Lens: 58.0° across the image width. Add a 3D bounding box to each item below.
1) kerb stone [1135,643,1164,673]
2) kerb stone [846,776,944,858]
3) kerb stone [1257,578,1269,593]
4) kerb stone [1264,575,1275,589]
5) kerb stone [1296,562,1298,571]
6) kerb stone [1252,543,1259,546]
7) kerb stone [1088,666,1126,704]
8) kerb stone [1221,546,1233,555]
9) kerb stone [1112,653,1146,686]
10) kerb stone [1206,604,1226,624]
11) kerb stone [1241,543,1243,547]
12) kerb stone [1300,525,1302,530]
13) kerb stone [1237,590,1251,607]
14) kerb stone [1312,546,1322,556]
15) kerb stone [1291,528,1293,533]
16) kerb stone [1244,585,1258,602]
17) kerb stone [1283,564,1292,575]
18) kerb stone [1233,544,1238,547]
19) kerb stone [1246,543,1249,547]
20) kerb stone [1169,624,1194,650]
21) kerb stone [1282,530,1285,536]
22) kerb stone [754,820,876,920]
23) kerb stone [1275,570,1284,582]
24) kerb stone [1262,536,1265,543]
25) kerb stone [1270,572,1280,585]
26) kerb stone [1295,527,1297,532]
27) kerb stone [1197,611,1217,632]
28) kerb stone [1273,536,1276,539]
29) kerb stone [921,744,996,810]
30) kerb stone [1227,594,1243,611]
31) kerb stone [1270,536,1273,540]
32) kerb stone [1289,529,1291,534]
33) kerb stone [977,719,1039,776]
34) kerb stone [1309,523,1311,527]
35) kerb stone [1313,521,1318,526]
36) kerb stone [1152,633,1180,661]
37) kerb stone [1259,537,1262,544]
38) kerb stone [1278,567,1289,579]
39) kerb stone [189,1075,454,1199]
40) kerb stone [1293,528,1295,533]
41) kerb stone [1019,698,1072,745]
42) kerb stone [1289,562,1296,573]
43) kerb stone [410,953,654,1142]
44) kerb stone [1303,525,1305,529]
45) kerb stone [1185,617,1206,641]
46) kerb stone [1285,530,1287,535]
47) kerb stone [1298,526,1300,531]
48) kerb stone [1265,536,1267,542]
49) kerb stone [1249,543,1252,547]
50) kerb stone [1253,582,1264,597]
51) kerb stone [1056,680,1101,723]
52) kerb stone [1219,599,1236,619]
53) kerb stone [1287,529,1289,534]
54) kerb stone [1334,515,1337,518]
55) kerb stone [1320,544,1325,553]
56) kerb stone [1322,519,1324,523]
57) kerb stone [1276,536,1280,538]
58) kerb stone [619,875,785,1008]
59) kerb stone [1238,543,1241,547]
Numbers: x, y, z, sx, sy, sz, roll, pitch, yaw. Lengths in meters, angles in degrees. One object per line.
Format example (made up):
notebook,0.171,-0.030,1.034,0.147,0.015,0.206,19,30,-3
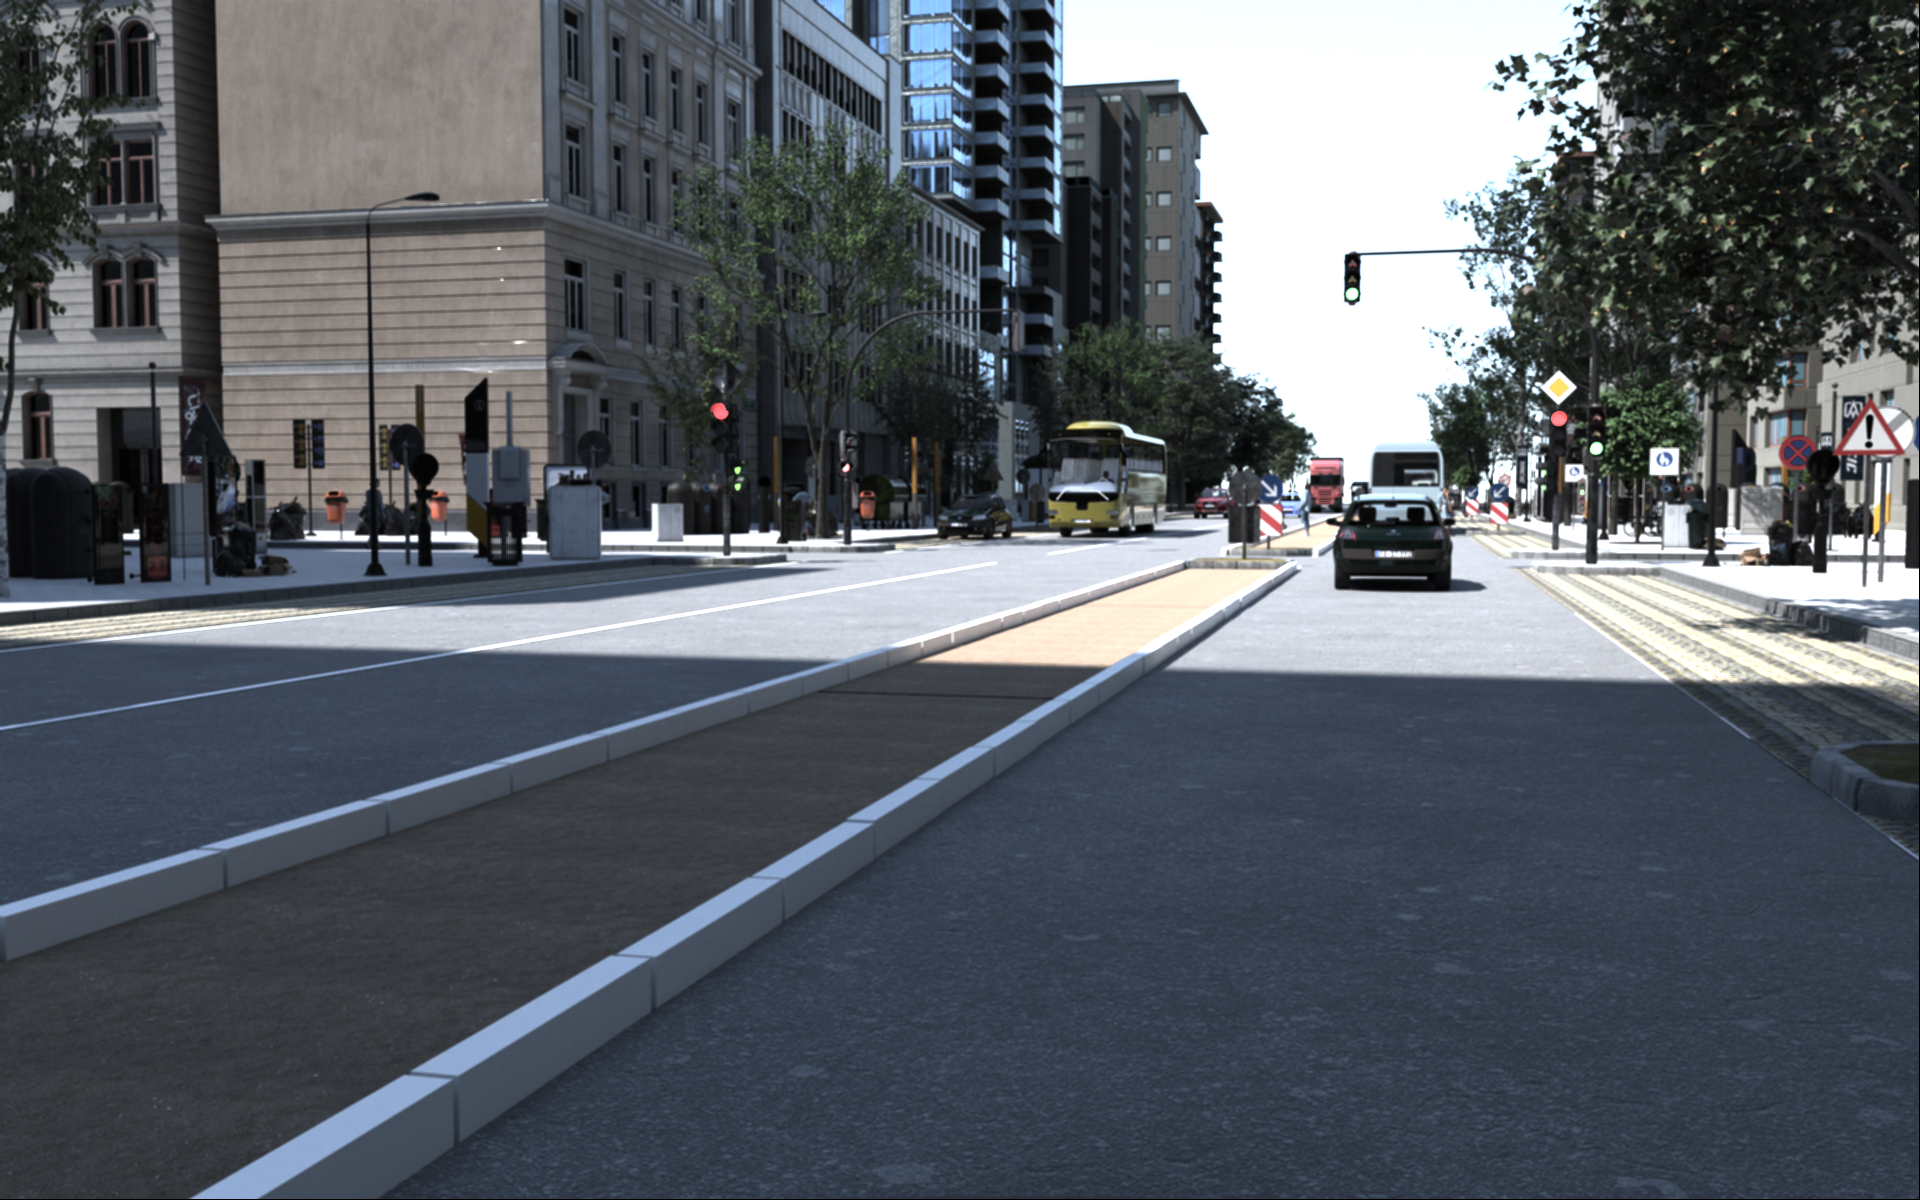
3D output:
kerb stone,1.531,0.489,14.236,0.120,0.150,1.000,1,4,14
kerb stone,-0.266,0.911,7.305,0.120,0.150,1.000,1,4,14
kerb stone,4.354,-0.180,25.143,0.120,0.150,1.000,1,4,14
kerb stone,4.612,-0.241,26.132,0.120,0.150,1.000,1,4,14
kerb stone,6.160,-0.604,32.080,0.120,0.150,1.000,1,4,14
kerb stone,8.114,-1.579,48.006,0.120,0.150,1.000,1,4,14
kerb stone,1.016,0.608,12.257,0.120,0.150,1.000,1,4,14
kerb stone,6.313,-1.151,41.074,0.120,0.150,1.000,1,4,14
kerb stone,1.267,0.549,13.248,0.120,0.150,1.000,1,4,14
kerb stone,2.808,0.183,19.200,0.120,0.150,1.000,1,4,14
kerb stone,7.083,-1.337,44.048,0.120,0.150,1.000,1,4,14
kerb stone,12.997,-2.729,66.864,0.120,0.150,1.000,1,4,14
kerb stone,3.590,0.002,22.168,0.120,0.150,1.000,1,4,14
kerb stone,8.345,-1.120,40.564,0.120,0.150,1.000,1,4,14
kerb stone,11.721,-2.426,61.902,0.120,0.150,1.000,1,4,14
kerb stone,3.845,-0.059,23.158,0.120,0.150,1.000,1,4,14
kerb stone,5.638,-0.484,30.102,0.120,0.150,1.000,1,4,14
kerb stone,6.571,-1.215,42.063,0.120,0.150,1.000,1,4,14
kerb stone,7.335,-1.396,45.038,0.120,0.150,1.000,1,4,14
kerb stone,2.044,0.365,16.223,0.120,0.150,1.000,1,4,14
kerb stone,10.689,-2.184,57.936,0.120,0.150,1.000,1,4,14
kerb stone,-0.521,0.978,6.313,0.120,0.150,1.000,1,4,14
kerb stone,5.131,-0.357,28.119,0.120,0.150,1.000,1,4,14
kerb stone,8.627,-1.700,49.985,0.120,0.150,1.000,1,4,14
kerb stone,4.877,-0.302,27.126,0.120,0.150,1.000,1,4,14
kerb stone,12.232,-2.547,63.881,0.120,0.150,1.000,1,4,14
kerb stone,2.560,0.246,18.209,0.120,0.150,1.000,1,4,14
kerb stone,9.656,-1.943,53.959,0.120,0.150,1.000,1,4,14
kerb stone,-0.014,0.850,8.295,0.120,0.150,1.000,1,4,14
kerb stone,3.317,0.062,21.181,0.120,0.150,1.000,1,4,14
kerb stone,9.394,-1.882,52.963,0.120,0.150,1.000,1,4,14
kerb stone,11.455,-2.366,60.915,0.120,0.150,1.000,1,4,14
kerb stone,0.248,0.790,9.284,0.120,0.150,1.000,1,4,14
kerb stone,14.551,-3.091,72.822,0.120,0.150,1.000,1,4,14
kerb stone,16.094,-3.461,78.785,0.120,0.150,1.000,1,4,14
kerb stone,1.786,0.426,15.226,0.120,0.150,1.000,1,4,14
kerb stone,8.368,-1.639,48.996,0.120,0.150,1.000,1,4,14
kerb stone,5.387,-0.423,29.111,0.120,0.150,1.000,1,4,14
kerb stone,-1.294,1.154,3.331,0.120,0.150,1.000,1,4,14
kerb stone,11.970,-2.487,62.893,0.120,0.150,1.000,1,4,14
kerb stone,0.496,0.729,10.276,0.120,0.150,1.000,1,4,14
kerb stone,5.893,-0.544,31.094,0.120,0.150,1.000,1,4,14
kerb stone,-1.038,1.093,4.321,0.120,0.150,1.000,1,4,14
kerb stone,13.516,-2.853,68.844,0.120,0.150,1.000,1,4,14
kerb stone,2.305,0.305,17.217,0.120,0.150,1.000,1,4,14
kerb stone,10.944,-2.247,58.936,0.120,0.150,1.000,1,4,14
kerb stone,12.743,-2.670,65.866,0.120,0.150,1.000,1,4,14
kerb stone,8.884,-1.761,50.980,0.120,0.150,1.000,1,4,14
kerb stone,7.599,-1.458,46.027,0.120,0.150,1.000,1,4,14
kerb stone,4.104,-0.119,24.149,0.120,0.150,1.000,1,4,14
kerb stone,0.757,0.669,11.265,0.120,0.150,1.000,1,4,14
kerb stone,3.074,0.123,20.188,0.120,0.150,1.000,1,4,14
kerb stone,11.191,-2.308,59.927,0.120,0.150,1.000,1,4,14
kerb stone,21.226,-4.676,98.641,0.120,0.150,1.000,1,4,14
kerb stone,8.609,-1.184,41.557,0.120,0.150,1.000,1,4,14
kerb stone,17.376,-3.764,83.757,0.120,0.150,1.000,1,4,14
kerb stone,10.165,-2.064,55.946,0.120,0.150,1.000,1,4,14
kerb stone,-0.777,1.036,5.318,0.120,0.150,1.000,1,4,14
kerb stone,6.825,-1.276,43.054,0.120,0.150,1.000,1,4,14
